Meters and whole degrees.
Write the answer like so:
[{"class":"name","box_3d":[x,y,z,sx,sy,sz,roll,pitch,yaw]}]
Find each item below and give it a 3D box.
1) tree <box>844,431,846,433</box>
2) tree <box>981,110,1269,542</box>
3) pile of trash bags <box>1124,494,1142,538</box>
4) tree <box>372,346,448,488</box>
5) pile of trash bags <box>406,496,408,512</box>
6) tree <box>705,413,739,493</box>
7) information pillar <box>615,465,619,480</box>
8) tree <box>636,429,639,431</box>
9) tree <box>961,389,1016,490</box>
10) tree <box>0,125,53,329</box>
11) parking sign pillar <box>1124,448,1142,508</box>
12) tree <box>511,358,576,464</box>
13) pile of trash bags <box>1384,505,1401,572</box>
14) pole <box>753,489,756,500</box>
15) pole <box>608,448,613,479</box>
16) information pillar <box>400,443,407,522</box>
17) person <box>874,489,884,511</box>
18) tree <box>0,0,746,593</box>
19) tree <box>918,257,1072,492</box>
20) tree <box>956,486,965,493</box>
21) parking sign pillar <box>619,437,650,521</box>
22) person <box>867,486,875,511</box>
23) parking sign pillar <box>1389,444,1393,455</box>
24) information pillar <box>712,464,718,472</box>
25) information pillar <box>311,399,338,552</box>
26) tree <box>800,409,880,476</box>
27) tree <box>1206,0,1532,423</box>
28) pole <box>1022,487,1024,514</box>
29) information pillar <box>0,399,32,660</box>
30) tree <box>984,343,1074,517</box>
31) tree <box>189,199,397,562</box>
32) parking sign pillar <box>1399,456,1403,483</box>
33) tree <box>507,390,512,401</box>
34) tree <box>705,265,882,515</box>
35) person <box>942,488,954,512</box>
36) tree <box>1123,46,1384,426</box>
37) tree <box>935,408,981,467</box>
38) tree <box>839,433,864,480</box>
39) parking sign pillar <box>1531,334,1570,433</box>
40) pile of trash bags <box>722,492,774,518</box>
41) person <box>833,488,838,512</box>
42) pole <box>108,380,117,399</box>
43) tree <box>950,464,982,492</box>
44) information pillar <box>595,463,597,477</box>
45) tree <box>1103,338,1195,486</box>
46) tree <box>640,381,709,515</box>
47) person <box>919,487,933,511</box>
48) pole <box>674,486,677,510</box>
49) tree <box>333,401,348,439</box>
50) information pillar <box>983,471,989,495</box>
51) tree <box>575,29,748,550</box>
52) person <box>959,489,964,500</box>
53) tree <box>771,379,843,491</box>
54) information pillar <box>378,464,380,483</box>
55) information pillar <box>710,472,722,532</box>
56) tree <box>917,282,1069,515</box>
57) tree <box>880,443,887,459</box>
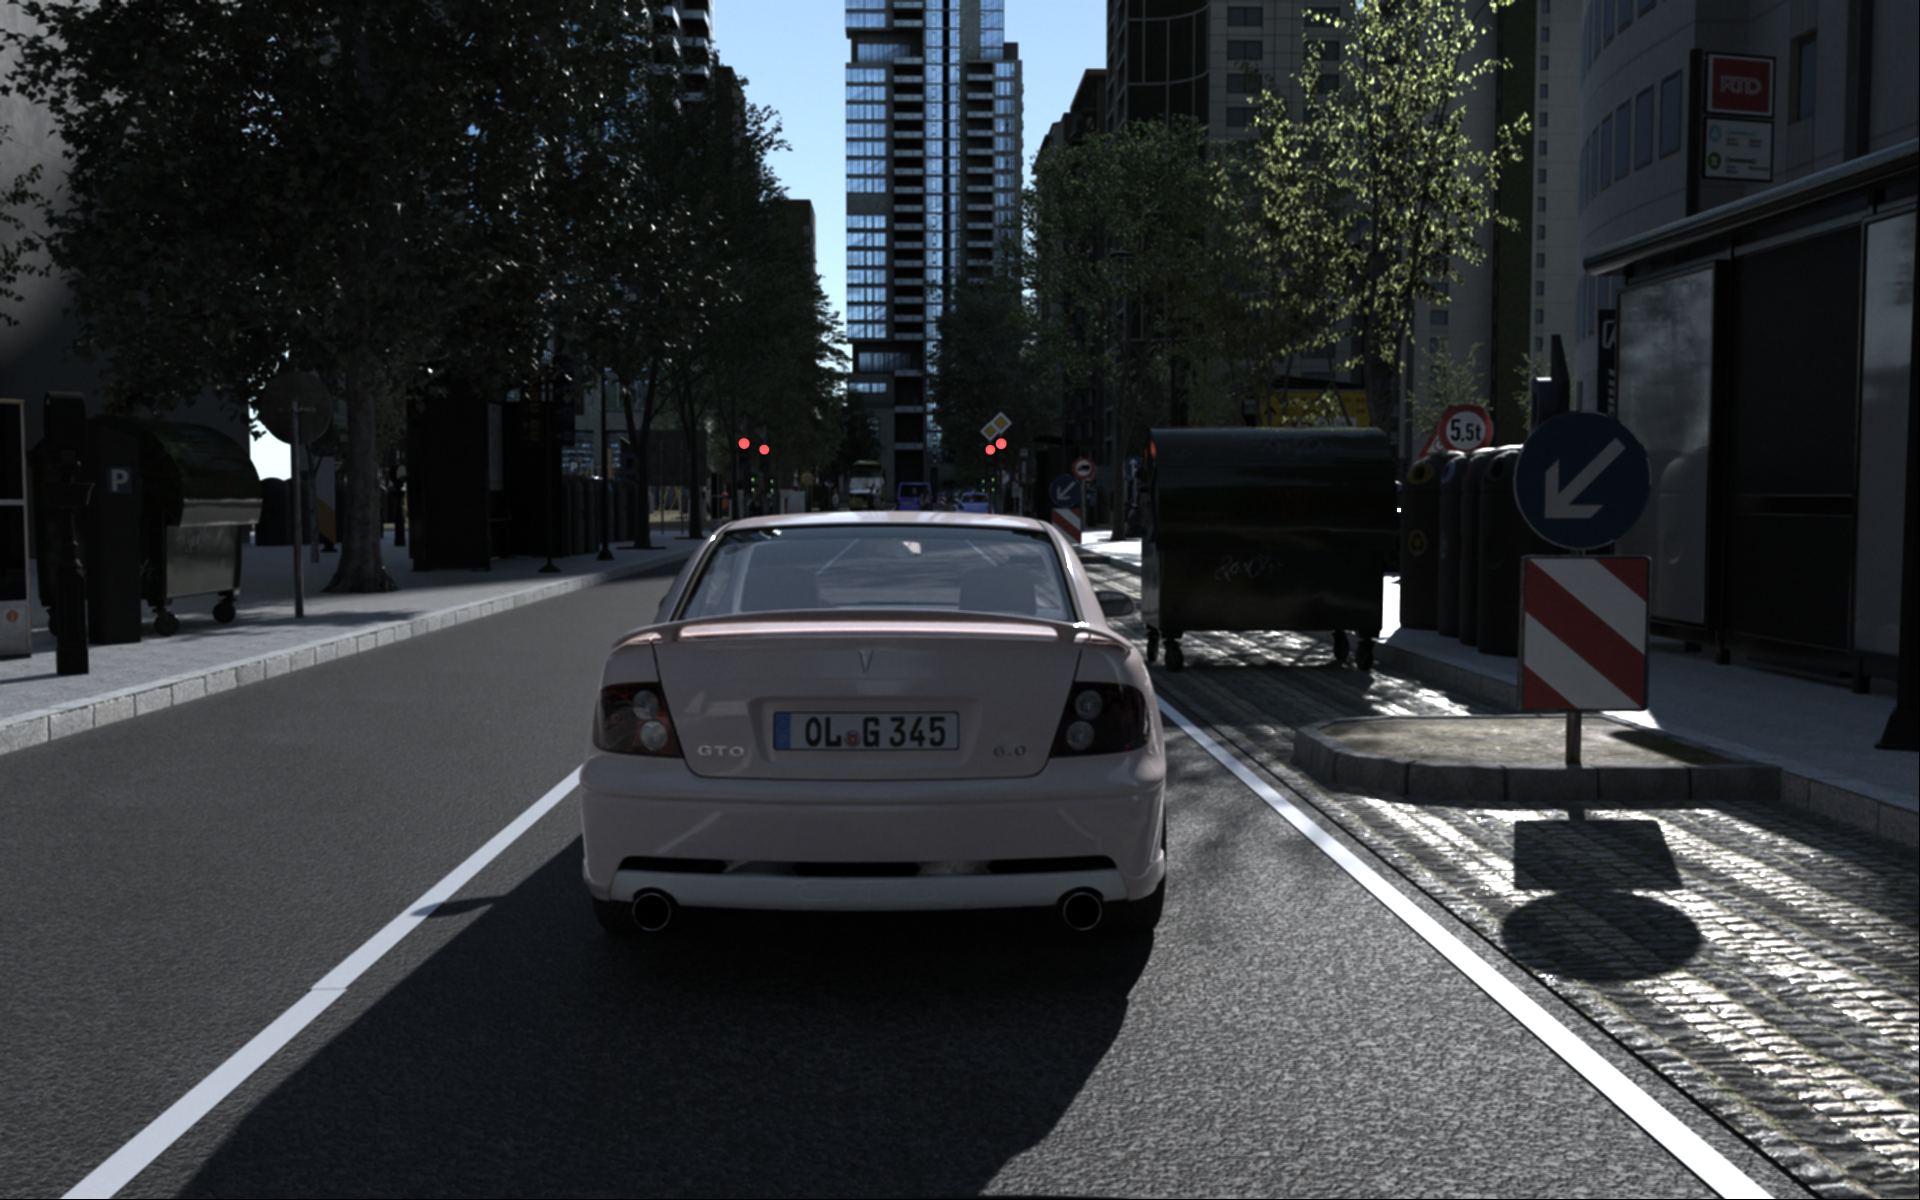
[{"class":"tree","box_3d":[-10.549,-11.010,130.372,4.737,8.622,4.395,0,3,0]},{"class":"tree","box_3d":[4.500,-7.413,46.961,9.928,11.665,9.643,0,3,0]},{"class":"pile of trash bags","box_3d":[5.688,-2.601,52.280,1.912,1.369,3.447,0,4,3]},{"class":"tree","box_3d":[-21.284,-7.267,69.172,4.360,8.622,3.978,0,3,0]},{"class":"pile of trash bags","box_3d":[-39.923,-6.846,121.687,3.447,1.369,1.912,2,4,32]},{"class":"tree","box_3d":[-18.837,-11.440,137.403,4.737,8.622,4.395,0,3,0]},{"class":"information pillar","box_3d":[-27.159,-8.915,137.114,0.183,3.616,0.504,-2,4,-33]},{"class":"tree","box_3d":[-22.252,-10.974,129.790,4.360,8.622,3.978,0,3,0]},{"class":"tree","box_3d":[2.675,-10.057,114.801,4.737,8.622,4.395,0,3,0]},{"class":"tree","box_3d":[-15.202,-4.534,24.493,4.360,8.622,3.978,0,3,0]},{"class":"parking sign pillar","box_3d":[9.889,-6.648,97.168,1.447,3.967,1.447,1,4,20]},{"class":"tree","box_3d":[-21.656,-8.446,88.448,4.737,8.622,4.395,0,3,0]},{"class":"pile of trash bags","box_3d":[6.819,-1.136,28.330,1.912,1.369,3.447,-1,4,-14]},{"class":"pole","box_3d":[-13.008,-7.084,109.662,0.158,3.312,0.155,0,3,0]},{"class":"pole","box_3d":[-15.537,-5.086,77.001,0.158,3.312,0.155,0,3,0]},{"class":"information pillar","box_3d":[-25.500,-5.382,79.356,0.183,3.616,0.504,0,4,-2]},{"class":"person","box_3d":[-5.752,-7.011,123.495,0.716,1.782,0.532,0,4,1]},{"class":"tree","box_3d":[-7.891,-6.460,22.634,9.611,12.733,9.660,0,3,0]},{"class":"tree","box_3d":[2.816,-17.173,136.671,12.611,20.169,13.585,0,3,0]},{"class":"tree","box_3d":[0.532,-11.993,190.691,1.663,3.219,1.824,0,3,0]},{"class":"parking sign pillar","box_3d":[-15.434,-5.714,81.898,1.447,3.967,1.447,1,4,8]},{"class":"person","box_3d":[-4.752,-5.223,93.672,0.755,1.850,0.659,2,4,30]},{"class":"parking sign pillar","box_3d":[22.460,-6.379,92.761,1.447,3.967,1.447,1,4,10]},{"class":"information pillar","box_3d":[-18.831,-8.672,133.139,0.504,3.616,0.183,3,4,38]},{"class":"information pillar","box_3d":[-14.023,-2.863,38.161,0.504,3.616,0.183,-1,4,-9]},{"class":"tree","box_3d":[-12.509,-14.544,172.208,7.601,10.594,8.767,0,4,4]},{"class":"tree","box_3d":[5.151,-4.349,21.463,4.360,8.622,3.978,0,3,0]},{"class":"pole","box_3d":[4.089,-7.177,111.183,0.158,3.312,0.155,0,3,0]},{"class":"information pillar","box_3d":[-7.466,-0.548,13.450,0.304,2.012,0.304,2,4,31]},{"class":"tree","box_3d":[3.178,-8.230,84.929,4.360,8.622,3.978,0,3,0]},{"class":"tree","box_3d":[-12.246,-5.006,32.213,4.737,8.622,4.395,0,3,0]},{"class":"parking sign pillar","box_3d":[30.961,-8.199,122.533,1.447,3.967,1.447,2,4,29]},{"class":"tree","box_3d":[-26.738,-8.976,97.117,4.360,8.622,3.978,0,3,0]},{"class":"tree","box_3d":[-8.633,-10.087,83.041,7.486,12.596,7.792,0,3,0]},{"class":"person","box_3d":[-0.777,-6.173,109.410,0.713,1.824,0.794,1,4,23]},{"class":"tree","box_3d":[5.112,-4.807,28.950,4.737,8.622,4.395,0,3,0]},{"class":"tree","box_3d":[1.170,-14.949,178.822,8.767,10.594,7.601,2,4,35]},{"class":"tree","box_3d":[-12.062,-15.166,198.318,4.360,8.622,3.978,0,3,0]},{"class":"parking sign pillar","box_3d":[9.796,-2.463,28.747,1.447,3.967,1.447,1,4,12]},{"class":"pile of trash bags","box_3d":[-10.805,-4.732,87.117,3.447,1.369,1.912,-1,4,-23]},{"class":"person","box_3d":[-6.366,-4.948,90.066,0.598,1.740,0.731,-2,4,-24]},{"class":"pole","box_3d":[-15.116,-2.273,31.001,0.158,3.312,0.155,0,3,0]},{"class":"tree","box_3d":[0.787,-10.520,155.721,4.285,4.588,4.351,0,3,0]},{"class":"information pillar","box_3d":[-27.115,-8.421,129.039,0.183,3.616,0.504,0,4,-1]},{"class":"tree","box_3d":[8.863,-7.973,80.726,4.360,8.622,3.978,0,3,0]},{"class":"tree","box_3d":[-17.558,-9.650,108.136,4.360,8.622,3.978,0,3,0]},{"class":"person","box_3d":[-1.532,-3.967,73.947,0.593,1.750,0.643,-2,4,-33]},{"class":"pole","box_3d":[-23.000,-8.940,140.014,0.158,3.312,0.155,0,3,0]},{"class":"tree","box_3d":[-30.212,-8.547,90.113,4.360,8.622,3.978,0,3,0]},{"class":"information pillar","box_3d":[1.974,-8.390,128.527,0.504,3.616,0.183,-1,4,-21]},{"class":"tree","box_3d":[-7.455,-6.979,39.870,9.928,11.665,9.643,0,3,0]},{"class":"person","box_3d":[0.212,-6.601,116.849,0.576,1.772,0.534,0,4,-5]},{"class":"tree","box_3d":[-10.137,-9.831,111.094,4.737,8.622,4.395,0,3,0]},{"class":"information pillar","box_3d":[-45.252,-8.785,134.982,0.183,3.616,0.504,-2,4,-23]},{"class":"information pillar","box_3d":[-8.175,-3.280,58.120,0.304,2.012,0.304,1,4,16]},{"class":"tree","box_3d":[2.206,-12.046,103.604,9.857,13.997,8.962,0,3,0]},{"class":"tree","box_3d":[-12.832,-16.557,205.115,8.767,10.594,7.601,0,4,-1]}]
